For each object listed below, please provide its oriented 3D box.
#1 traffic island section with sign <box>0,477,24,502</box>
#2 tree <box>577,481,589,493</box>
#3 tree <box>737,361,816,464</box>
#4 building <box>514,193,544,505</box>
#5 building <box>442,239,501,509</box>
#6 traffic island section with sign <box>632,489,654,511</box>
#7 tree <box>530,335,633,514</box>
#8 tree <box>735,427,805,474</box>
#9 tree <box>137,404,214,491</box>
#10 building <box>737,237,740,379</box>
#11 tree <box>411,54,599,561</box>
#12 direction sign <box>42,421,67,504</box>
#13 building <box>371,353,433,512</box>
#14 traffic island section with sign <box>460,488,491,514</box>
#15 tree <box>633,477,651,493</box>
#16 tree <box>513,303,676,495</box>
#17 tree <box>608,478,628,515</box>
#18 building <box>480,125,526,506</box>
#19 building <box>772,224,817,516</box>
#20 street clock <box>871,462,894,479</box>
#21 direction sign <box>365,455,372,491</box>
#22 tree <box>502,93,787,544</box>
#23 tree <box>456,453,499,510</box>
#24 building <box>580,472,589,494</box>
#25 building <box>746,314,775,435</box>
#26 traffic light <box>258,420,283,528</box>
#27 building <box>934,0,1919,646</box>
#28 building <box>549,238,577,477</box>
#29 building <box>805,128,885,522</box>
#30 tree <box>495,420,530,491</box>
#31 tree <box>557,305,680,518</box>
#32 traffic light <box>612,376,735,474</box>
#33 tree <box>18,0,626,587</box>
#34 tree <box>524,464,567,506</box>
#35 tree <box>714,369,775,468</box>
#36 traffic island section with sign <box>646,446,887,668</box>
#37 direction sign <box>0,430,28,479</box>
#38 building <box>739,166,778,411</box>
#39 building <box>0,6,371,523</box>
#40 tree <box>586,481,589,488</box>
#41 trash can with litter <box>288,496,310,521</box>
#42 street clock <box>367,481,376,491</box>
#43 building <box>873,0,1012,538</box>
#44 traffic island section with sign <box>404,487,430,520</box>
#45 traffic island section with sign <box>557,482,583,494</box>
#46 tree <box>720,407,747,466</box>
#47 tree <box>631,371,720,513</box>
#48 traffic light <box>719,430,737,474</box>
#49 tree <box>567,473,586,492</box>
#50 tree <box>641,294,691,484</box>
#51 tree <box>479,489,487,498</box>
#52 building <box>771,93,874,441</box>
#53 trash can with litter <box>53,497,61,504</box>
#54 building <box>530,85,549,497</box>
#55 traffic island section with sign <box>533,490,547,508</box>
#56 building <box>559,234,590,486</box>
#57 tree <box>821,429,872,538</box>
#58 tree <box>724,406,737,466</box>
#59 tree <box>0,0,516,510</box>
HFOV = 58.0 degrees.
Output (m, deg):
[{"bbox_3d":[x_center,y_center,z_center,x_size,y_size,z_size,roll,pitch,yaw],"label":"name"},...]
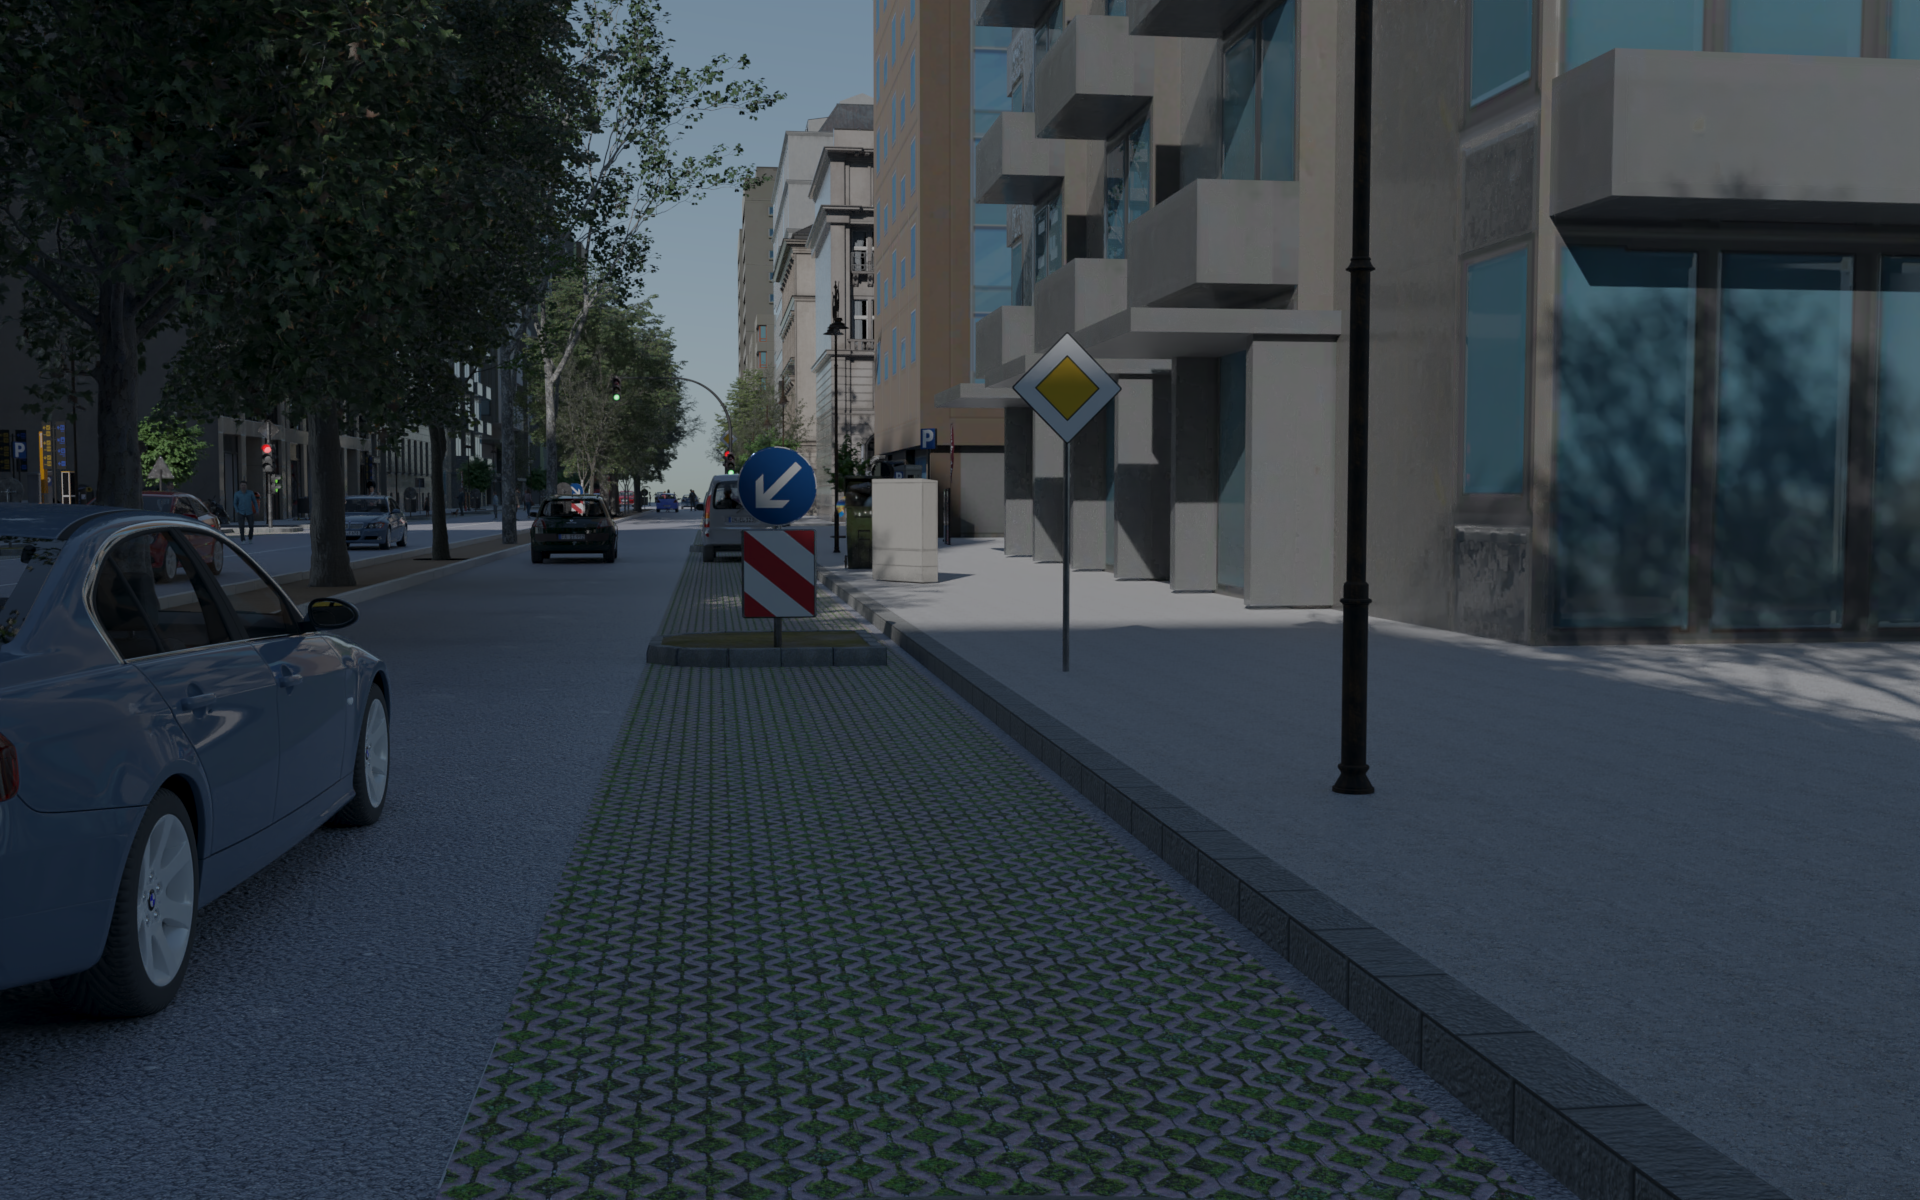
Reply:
[{"bbox_3d":[-22.538,-1.964,40.733,1.989,1.847,2.006,-1,4,-8],"label":"traffic island section with sign"},{"bbox_3d":[-57.890,-16.658,266.960,1.663,3.219,1.824,0,3,0],"label":"tree"},{"bbox_3d":[-9.983,-8.862,95.250,4.360,8.622,3.978,0,3,0],"label":"tree"},{"bbox_3d":[-58.625,-32.235,210.629,14.154,41.232,14.086,-1,4,-8],"label":"building"},{"bbox_3d":[-55.939,-33.035,159.733,23.786,49.044,30.456,-1,4,-8],"label":"building"},{"bbox_3d":[-27.145,-8.611,148.918,2.006,1.907,1.989,-1,4,-8],"label":"traffic island section with sign"},{"bbox_3d":[-16.994,-7.654,77.962,4.360,8.622,3.978,0,3,0],"label":"tree"},{"bbox_3d":[-9.190,-6.166,84.526,4.285,4.588,4.351,0,3,0],"label":"tree"},{"bbox_3d":[-28.878,-4.834,62.755,4.285,4.588,4.351,0,3,0],"label":"tree"},{"bbox_3d":[-27.353,-41.297,298.911,21.300,48.544,21.600,-1,4,-8],"label":"building"},{"bbox_3d":[-11.309,-6.658,37.078,9.928,11.665,9.643,0,3,0],"label":"tree"},{"bbox_3d":[-28.247,-3.797,54.079,0.876,3.537,0.379,1,4,16],"label":"direction sign"},{"bbox_3d":[-46.551,-17.646,121.789,16.112,22.955,30.059,-1,4,-8],"label":"building"},{"bbox_3d":[-34.276,-6.970,122.585,1.989,1.847,2.006,-1,4,-8],"label":"traffic island section with sign"},{"bbox_3d":[-23.575,-10.404,122.929,4.360,8.622,3.978,0,3,0],"label":"tree"},{"bbox_3d":[-17.988,-8.992,83.891,8.767,10.594,7.601,-1,4,-8],"label":"tree"},{"bbox_3d":[-22.956,-10.123,118.331,4.737,8.622,4.395,0,3,0],"label":"tree"},{"bbox_3d":[-62.738,-36.666,188.727,28.713,52.752,27.495,-1,4,-8],"label":"building"},{"bbox_3d":[-6.515,-15.147,112.274,10.561,19.102,19.286,-1,4,-8],"label":"building"},{"bbox_3d":[-1.735,-2.109,39.050,0.471,2.002,0.358,1,4,23],"label":"street clock"},{"bbox_3d":[-34.262,-6.630,100.403,0.379,3.537,0.876,0,4,6],"label":"direction sign"},{"bbox_3d":[-11.554,-11.615,48.246,12.611,20.169,13.585,0,3,0],"label":"tree"},{"bbox_3d":[-38.681,-9.491,138.895,4.285,4.588,4.351,0,3,0],"label":"tree"},{"bbox_3d":[-68.332,-31.232,282.347,14.160,30.474,14.107,-1,4,-8],"label":"building"},{"bbox_3d":[-11.875,-22.411,211.463,27.650,21.520,28.899,-1,4,-8],"label":"building"},{"bbox_3d":[-26.029,-4.673,65.320,0.839,4.253,0.868,-1,4,-8],"label":"traffic light"},{"bbox_3d":[12.421,-24.929,27.196,23.786,49.044,30.456,-1,4,-8],"label":"building"},{"bbox_3d":[-66.820,-35.743,267.987,14.154,41.232,14.086,-1,4,-8],"label":"building"},{"bbox_3d":[4.741,-14.931,85.914,24.055,21.916,13.314,-1,4,-8],"label":"building"},{"bbox_3d":[-42.111,-13.110,164.712,4.360,8.622,3.978,0,3,0],"label":"tree"},{"bbox_3d":[-20.391,-11.085,101.823,7.486,12.596,7.792,0,3,0],"label":"tree"},{"bbox_3d":[-11.051,-5.668,67.332,4.771,5.953,1.251,-1,4,-8],"label":"traffic light"},{"bbox_3d":[-9.695,-7.167,26.285,9.857,13.997,8.962,0,3,0],"label":"tree"},{"bbox_3d":[-46.461,-12.709,191.507,4.285,4.588,4.351,0,3,0],"label":"tree"},{"bbox_3d":[-18.875,-14.606,156.942,7.486,12.596,7.792,0,3,0],"label":"tree"},{"bbox_3d":[-1.728,-0.400,15.160,1.989,1.847,2.006,-1,4,-8],"label":"traffic island section with sign"},{"bbox_3d":[-33.302,-4.218,60.964,0.876,3.537,0.379,-1,4,-20],"label":"direction sign"},{"bbox_3d":[-20.759,-38.480,252.854,21.300,48.544,21.600,-1,4,-8],"label":"building"},{"bbox_3d":[-43.951,-17.441,89.682,19.350,26.468,34.151,-1,4,-8],"label":"building"},{"bbox_3d":[-56.468,-16.648,255.908,4.285,4.588,4.351,0,3,0],"label":"tree"},{"bbox_3d":[-31.572,-4.487,84.420,2.233,1.210,1.678,-1,4,-22],"label":"trash can with litter"},{"bbox_3d":[-32.297,-5.534,95.056,0.471,2.002,0.358,2,4,28],"label":"street clock"},{"bbox_3d":[4.676,-24.875,56.818,14.600,45.320,14.200,-1,4,-8],"label":"building"},{"bbox_3d":[-30.450,-5.338,95.902,1.989,1.847,2.006,-1,4,-8],"label":"traffic island section with sign"},{"bbox_3d":[-16.478,-4.061,74.538,2.006,1.907,1.989,-1,4,-8],"label":"traffic island section with sign"},{"bbox_3d":[-29.848,-19.875,235.326,12.009,13.543,11.850,0,3,0],"label":"tree"},{"bbox_3d":[-24.611,-13.437,132.524,12.009,13.543,11.850,0,3,0],"label":"tree"},{"bbox_3d":[-10.126,-5.306,75.673,0.839,4.253,0.868,-1,4,-8],"label":"traffic light"},{"bbox_3d":[-51.276,-14.643,223.121,4.285,4.588,4.351,0,3,0],"label":"tree"},{"bbox_3d":[-19.068,-11.229,92.703,9.857,13.997,8.962,0,3,0],"label":"tree"},{"bbox_3d":[-39.953,-9.158,144.331,1.663,3.219,1.824,0,3,0],"label":"tree"},{"bbox_3d":[-8.712,-21.953,136.417,11.434,29.767,29.804,-1,4,-8],"label":"building"},{"bbox_3d":[-32.525,-3.108,62.204,0.624,1.170,1.055,0,4,-4],"label":"trash can with litter"},{"bbox_3d":[-68.468,-56.931,243.485,22.319,86.520,31.000,-1,4,-8],"label":"building"},{"bbox_3d":[-41.362,-9.999,172.105,1.989,1.847,2.006,-1,4,-8],"label":"traffic island section with sign"},{"bbox_3d":[-70.915,-39.492,295.796,14.600,45.320,14.200,-1,4,-8],"label":"building"},{"bbox_3d":[-3.405,-3.435,50.756,1.663,3.219,1.824,0,3,0],"label":"tree"},{"bbox_3d":[-16.584,-11.356,136.029,4.360,8.622,3.978,0,3,0],"label":"tree"},{"bbox_3d":[-8.107,-5.927,16.378,9.611,12.733,9.660,0,3,0],"label":"tree"}]
